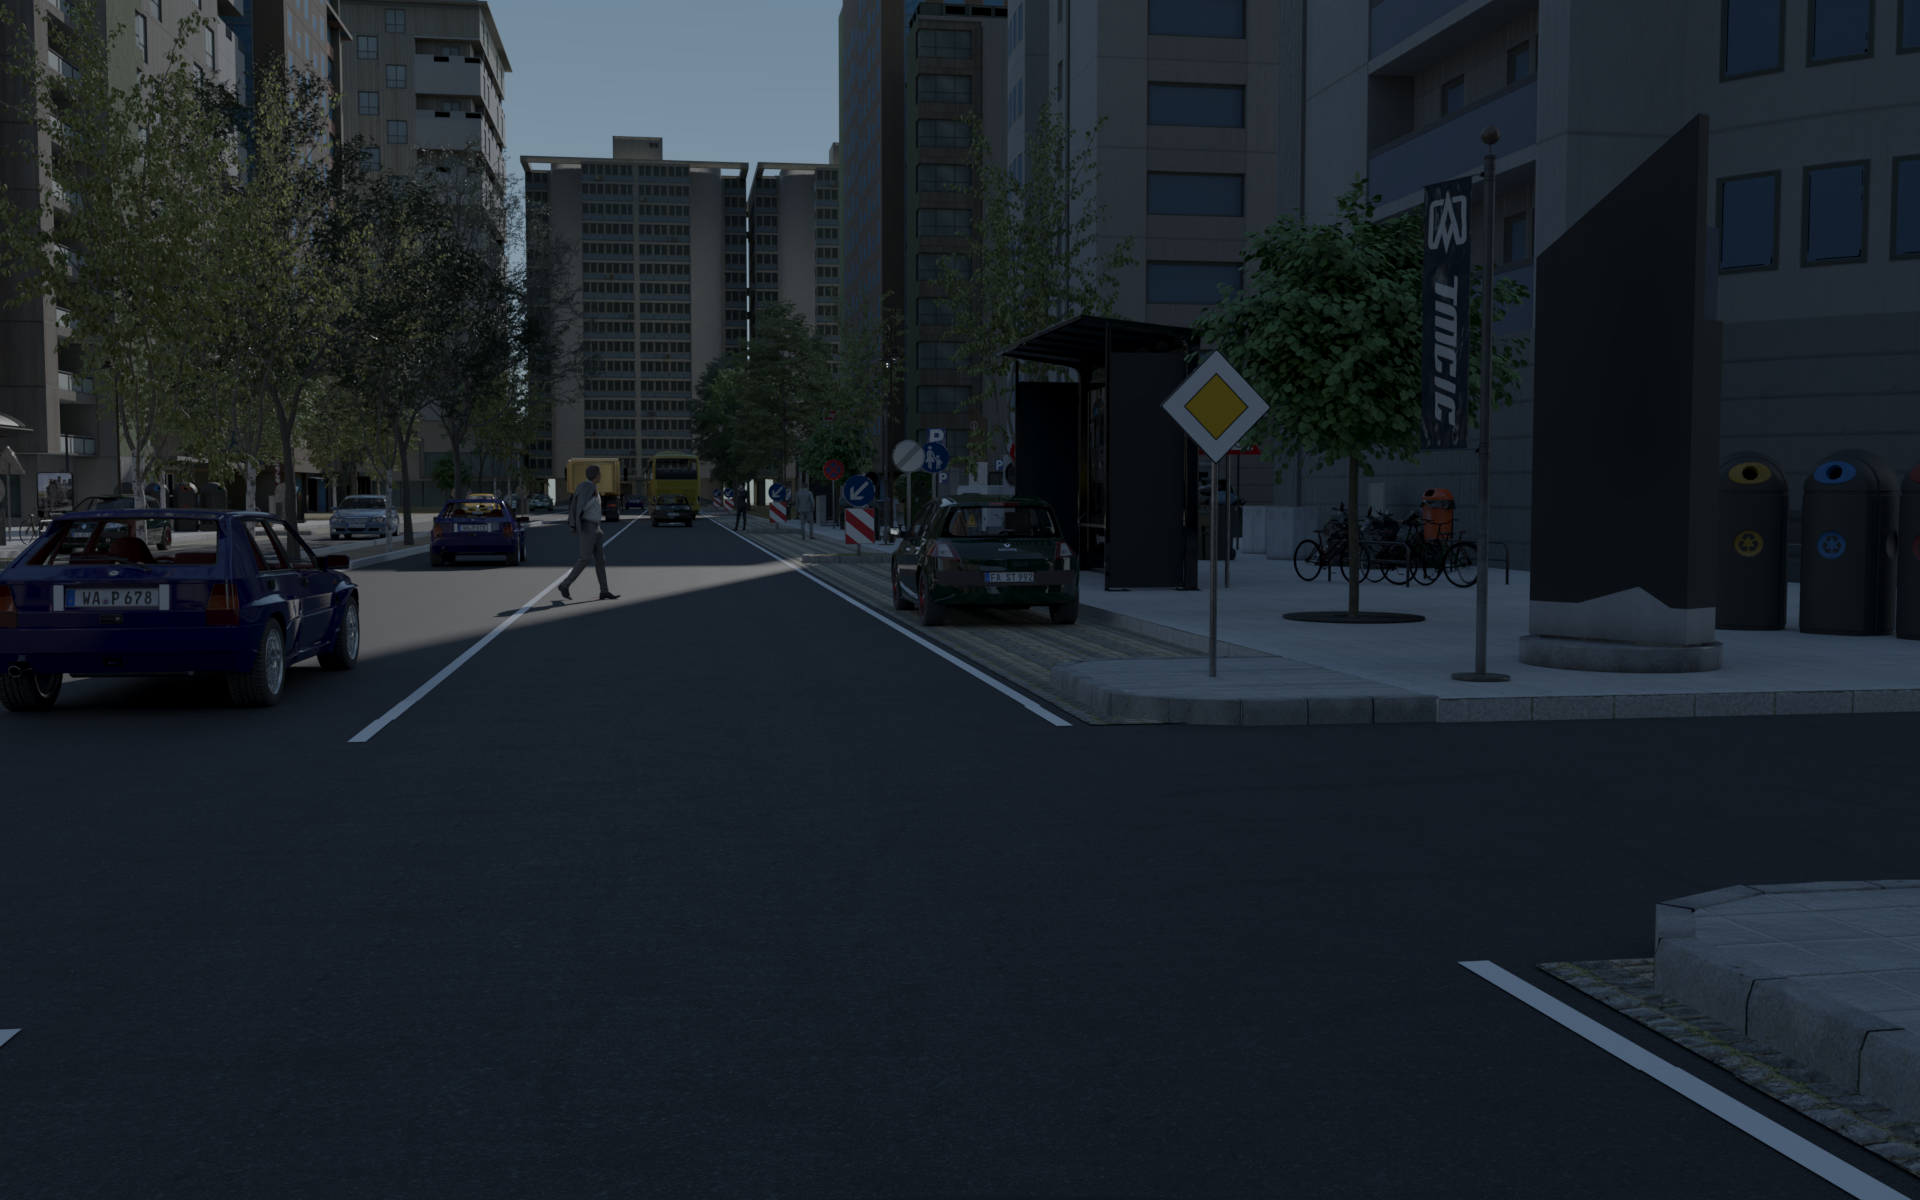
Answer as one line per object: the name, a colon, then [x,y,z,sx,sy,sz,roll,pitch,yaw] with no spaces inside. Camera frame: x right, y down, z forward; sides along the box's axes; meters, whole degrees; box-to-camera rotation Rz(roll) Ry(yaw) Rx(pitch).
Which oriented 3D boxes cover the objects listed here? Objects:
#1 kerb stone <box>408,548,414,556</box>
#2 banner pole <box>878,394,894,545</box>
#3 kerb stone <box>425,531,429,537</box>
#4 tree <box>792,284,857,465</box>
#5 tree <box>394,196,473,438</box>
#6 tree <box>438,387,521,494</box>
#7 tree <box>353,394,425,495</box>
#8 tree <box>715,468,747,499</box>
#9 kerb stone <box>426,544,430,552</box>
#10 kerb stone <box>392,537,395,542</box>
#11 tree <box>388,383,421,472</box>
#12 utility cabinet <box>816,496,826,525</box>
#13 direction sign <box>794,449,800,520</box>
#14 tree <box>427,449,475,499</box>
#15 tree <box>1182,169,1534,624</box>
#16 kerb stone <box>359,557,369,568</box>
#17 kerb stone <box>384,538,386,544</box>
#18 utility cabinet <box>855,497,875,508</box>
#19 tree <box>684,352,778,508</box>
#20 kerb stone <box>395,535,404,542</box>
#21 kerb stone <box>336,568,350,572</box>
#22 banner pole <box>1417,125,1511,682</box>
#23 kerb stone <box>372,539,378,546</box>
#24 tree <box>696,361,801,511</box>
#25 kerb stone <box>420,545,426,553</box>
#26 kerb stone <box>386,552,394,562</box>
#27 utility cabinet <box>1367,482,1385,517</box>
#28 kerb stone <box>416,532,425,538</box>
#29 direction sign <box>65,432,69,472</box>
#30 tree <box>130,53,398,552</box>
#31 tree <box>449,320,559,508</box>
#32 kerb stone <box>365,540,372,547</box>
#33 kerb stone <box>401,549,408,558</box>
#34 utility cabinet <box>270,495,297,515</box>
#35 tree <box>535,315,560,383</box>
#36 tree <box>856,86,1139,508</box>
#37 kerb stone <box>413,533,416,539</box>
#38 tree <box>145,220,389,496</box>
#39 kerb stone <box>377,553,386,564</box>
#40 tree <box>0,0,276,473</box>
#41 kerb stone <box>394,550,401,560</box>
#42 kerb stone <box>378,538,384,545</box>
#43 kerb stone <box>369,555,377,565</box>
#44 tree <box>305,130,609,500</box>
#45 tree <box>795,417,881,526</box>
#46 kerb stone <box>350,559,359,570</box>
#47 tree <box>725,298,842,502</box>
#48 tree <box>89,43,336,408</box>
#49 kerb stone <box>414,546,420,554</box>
kerb stone: [-12.780,-1.084,39.915,0.120,0.150,1.000,-1,4,-10]
banner pole: [-1.859,-3.250,43.149,0.401,3.779,0.863,0,4,0]
kerb stone: [-17.906,-2.171,57.704,0.120,0.150,1.000,-1,4,-10]
tree: [-3.524,-6.682,59.614,4.737,8.622,4.395,0,3,0]
tree: [-13.996,-5.472,42.279,4.360,8.622,3.978,0,3,0]
tree: [-42.415,-13.912,153.223,9.928,11.665,9.643,0,3,0]
tree: [-33.672,-9.204,100.851,4.737,8.622,4.395,0,3,0]
tree: [-21.483,-10.988,163.363,4.285,4.588,4.351,0,3,0]
kerb stone: [-13.283,-1.262,42.958,0.120,0.150,1.000,-1,4,-10]
kerb stone: [-16.714,-1.737,50.613,0.120,0.150,1.000,-1,4,-10]
tree: [-33.081,-10.697,93.020,7.486,12.596,7.792,0,3,0]
utility cabinet: [-5.871,-3.791,73.146,0.306,1.237,1.020,-1,4,-13]
direction sign: [-8.159,-5.797,86.781,0.379,3.537,0.876,-1,4,-15]
tree: [-37.033,-8.685,125.711,4.285,4.588,4.351,0,3,0]
tree: [4.025,-2.082,17.760,4.285,4.588,4.351,0,3,0]
kerb stone: [-11.746,-0.711,33.854,0.120,0.150,1.000,-1,4,-10]
kerb stone: [-16.544,-1.676,49.603,0.120,0.150,1.000,-1,4,-10]
utility cabinet: [-4.689,-4.663,84.911,0.318,1.500,1.173,-3,5,-44]
tree: [-20.043,-15.163,154.567,9.857,13.997,8.962,0,3,0]
kerb stone: [-17.056,-1.854,52.630,0.120,0.150,1.000,-1,4,-10]
kerb stone: [-11.413,-0.588,31.821,0.120,0.150,1.000,-1,4,-10]
banner pole: [3.495,-1.349,12.080,0.401,3.779,0.863,-2,4,-28]
kerb stone: [-16.209,-1.546,47.586,0.120,0.150,1.000,-1,4,-10]
tree: [-15.922,-12.576,131.365,9.928,11.665,9.643,0,3,0]
kerb stone: [-13.117,-1.207,41.948,0.120,0.150,1.000,-1,4,-10]
kerb stone: [-12.261,-0.899,36.890,0.120,0.150,1.000,-1,4,-10]
utility cabinet: [7.994,-1.507,33.311,0.318,1.500,1.173,1,4,13]
kerb stone: [-17.726,-2.109,56.685,0.120,0.150,1.000,-1,4,-10]
direction sign: [-32.567,-4.356,63.210,0.379,3.537,0.876,-2,4,-31]
tree: [-11.906,-4.657,28.964,4.360,8.622,3.978,0,3,0]
tree: [-18.856,-7.323,72.544,4.737,8.622,4.395,0,3,0]
kerb stone: [-16.032,-1.491,46.576,0.120,0.150,1.000,-1,4,-10]
kerb stone: [-12.604,-1.022,38.908,0.120,0.150,1.000,-1,4,-10]
utility cabinet: [-30.359,-4.086,77.974,1.020,1.237,0.306,0,4,3]
tree: [-15.343,-6.806,48.147,8.767,10.594,7.601,-1,4,-10]
tree: [1.203,-5.009,32.257,4.737,8.622,4.395,0,3,0]
kerb stone: [-17.395,-1.985,54.655,0.120,0.150,1.000,-1,4,-10]
tree: [-28.834,-9.265,69.612,7.486,12.596,7.792,0,3,0]
kerb stone: [-12.095,-0.836,35.879,0.120,0.150,1.000,-1,4,-10]
tree: [-11.325,-4.334,23.687,4.737,8.622,4.395,0,3,0]
kerb stone: [-12.437,-0.960,37.899,0.120,0.150,1.000,-1,4,-10]
kerb stone: [-16.367,-1.615,48.595,0.120,0.150,1.000,-1,4,-10]
kerb stone: [-11.931,-0.773,34.863,0.120,0.150,1.000,-1,4,-10]
tree: [-16.947,-8.889,58.155,12.009,13.543,11.850,0,3,0]
tree: [-4.861,-5.235,69.311,4.285,4.588,4.351,0,3,0]
kerb stone: [-11.584,-0.647,32.832,0.120,0.150,1.000,-1,4,-10]
tree: [-10.154,-11.187,101.041,7.486,12.596,7.792,0,3,0]
tree: [-13.405,-5.990,34.807,8.767,10.594,7.601,-1,4,-10]
kerb stone: [-12.952,-1.146,40.926,0.120,0.150,1.000,-1,4,-10]
